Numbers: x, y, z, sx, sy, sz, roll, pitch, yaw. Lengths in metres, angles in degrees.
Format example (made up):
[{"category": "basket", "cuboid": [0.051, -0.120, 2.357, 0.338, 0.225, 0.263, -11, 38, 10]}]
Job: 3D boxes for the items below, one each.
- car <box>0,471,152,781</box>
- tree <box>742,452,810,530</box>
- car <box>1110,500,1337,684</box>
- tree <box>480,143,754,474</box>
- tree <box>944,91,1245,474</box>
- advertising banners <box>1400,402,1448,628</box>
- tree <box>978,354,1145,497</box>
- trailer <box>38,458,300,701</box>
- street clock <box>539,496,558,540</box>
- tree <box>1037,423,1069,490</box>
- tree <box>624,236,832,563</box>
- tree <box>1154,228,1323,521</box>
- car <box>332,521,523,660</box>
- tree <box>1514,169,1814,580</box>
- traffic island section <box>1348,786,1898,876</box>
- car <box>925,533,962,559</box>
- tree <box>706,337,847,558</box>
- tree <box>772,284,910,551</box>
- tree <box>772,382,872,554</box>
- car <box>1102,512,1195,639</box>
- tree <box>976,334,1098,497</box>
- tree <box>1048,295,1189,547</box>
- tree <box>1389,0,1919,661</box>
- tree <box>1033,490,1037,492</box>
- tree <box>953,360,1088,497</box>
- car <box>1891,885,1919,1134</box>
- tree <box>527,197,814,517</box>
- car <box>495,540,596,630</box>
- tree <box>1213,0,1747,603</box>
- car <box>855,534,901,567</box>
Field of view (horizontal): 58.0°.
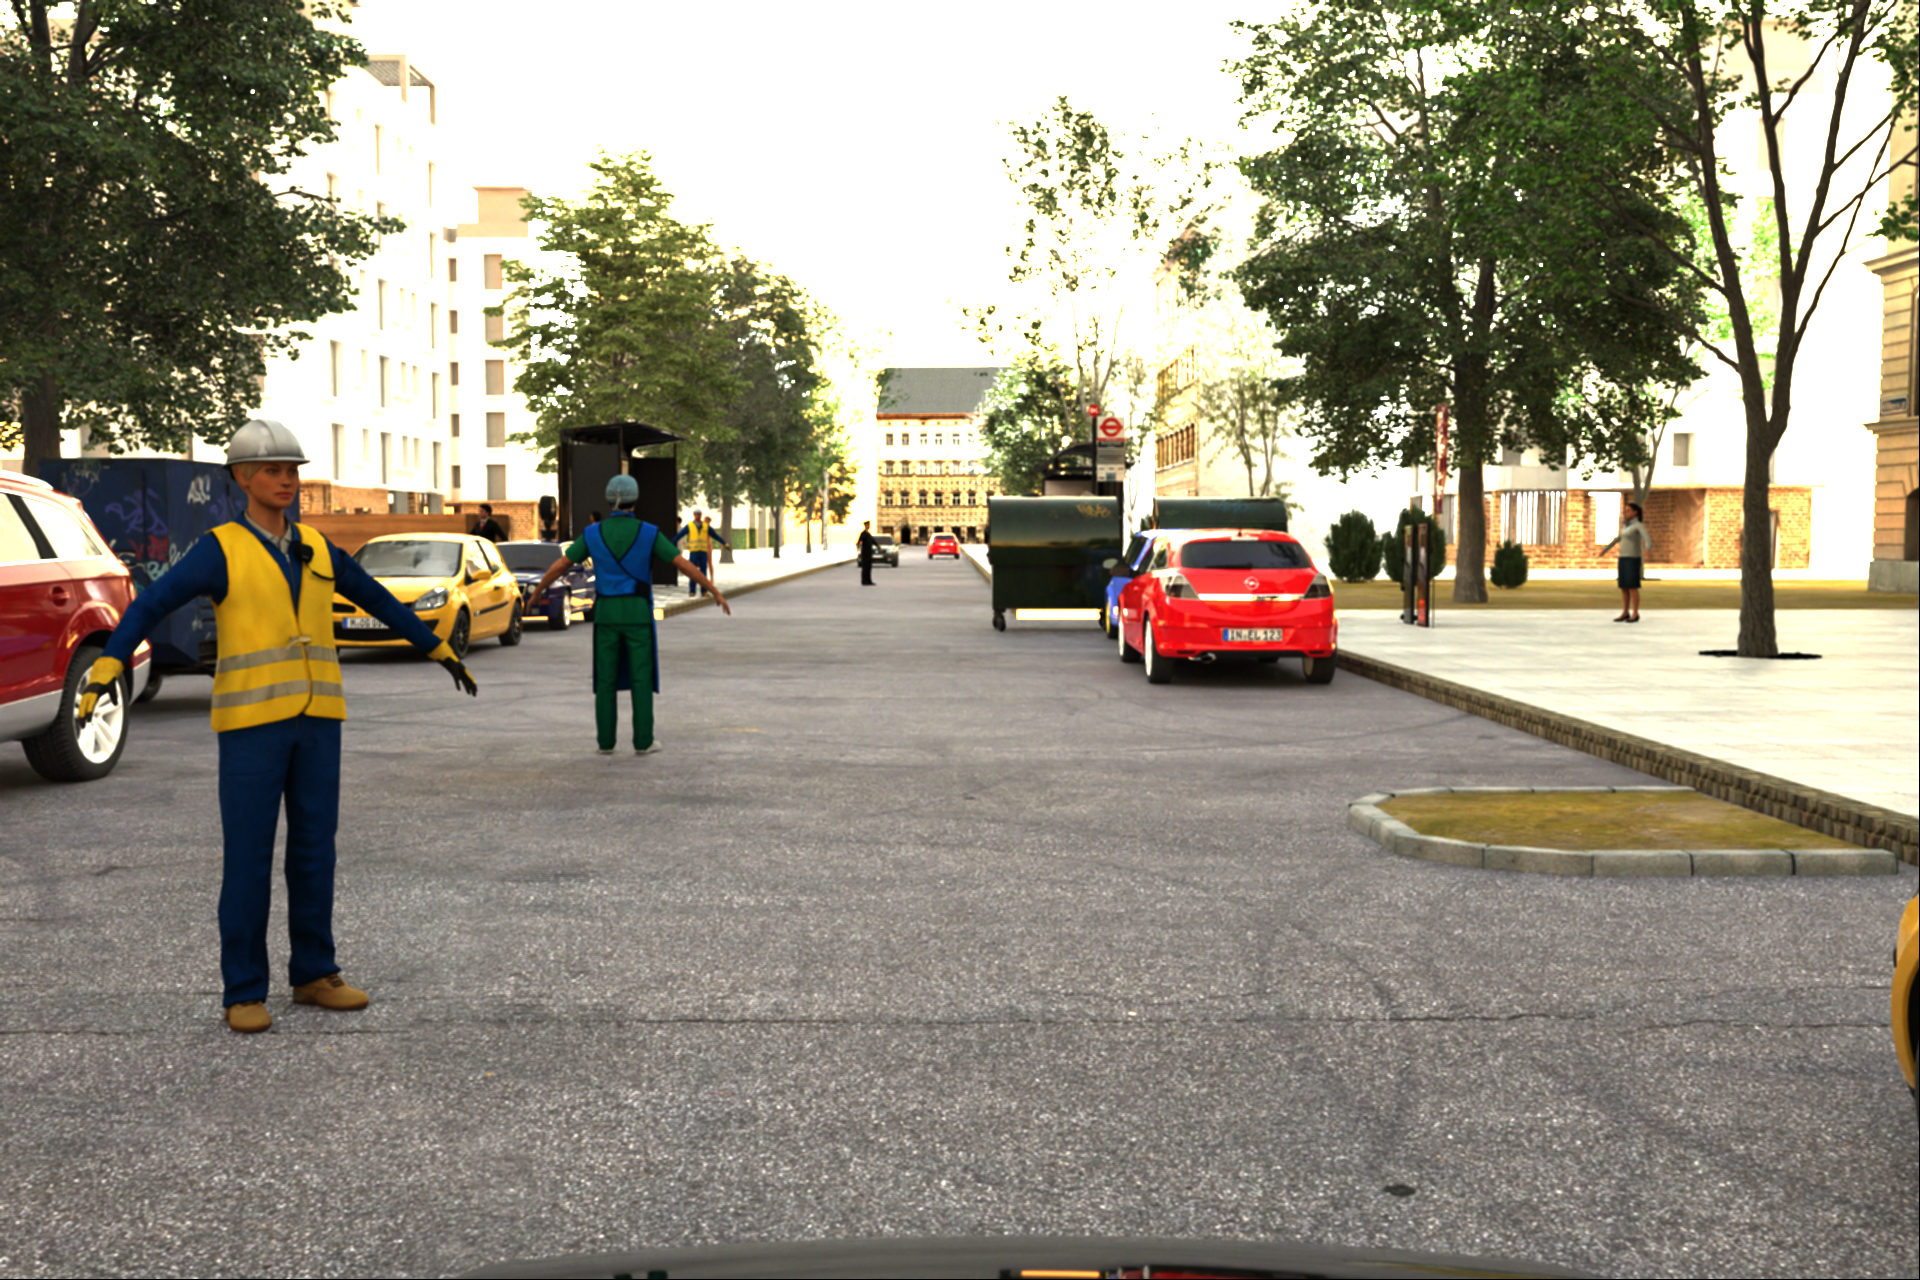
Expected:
[{"category": "car", "cuboid": [-6.017, 0.005, 8.592, 2.281, 1.827, 5.304, 0, 3, 0]}, {"category": "tree", "cuboid": [-10.383, -9.048, 98.291, 4.360, 8.622, 3.978, 0, 3, 0]}, {"category": "car", "cuboid": [2.683, -0.553, 18.075, 2.155, 1.783, 4.494, 0, 3, 0]}, {"category": "tree", "cuboid": [-9.939, -8.100, 50.562, 7.486, 12.596, 7.792, 0, 3, 0]}, {"category": "tree", "cuboid": [5.758, -13.269, 72.844, 12.611, 20.169, 13.585, 0, 3, 0]}, {"category": "advertising banners", "cuboid": [6.425, -1.699, 23.972, 0.090, 3.025, 2.074, 0, 4, 0]}, {"category": "tree", "cuboid": [5.424, -9.463, 89.134, 8.767, 10.594, 7.601, -1, 4, -19]}, {"category": "trailer", "cuboid": [-6.426, -0.410, 13.755, 1.471, 1.999, 3.904, 0, 4, 0]}, {"category": "street clock", "cuboid": [-7.754, -1.719, 32.674, 0.358, 2.002, 0.471, 0, 4, 1]}, {"category": "tree", "cuboid": [5.184, -9.616, 107.581, 4.360, 8.622, 3.978, 0, 3, 0]}, {"category": "tree", "cuboid": [-10.195, -10.341, 75.725, 9.857, 13.997, 8.962, 0, 3, 0]}, {"category": "tree", "cuboid": [7.281, -5.574, 41.496, 4.360, 8.622, 3.978, 0, 3, 0]}, {"category": "car", "cuboid": [-6.520, -0.653, 20.908, 2.015, 1.641, 3.980, 0, 4, -1]}, {"category": "tree", "cuboid": [19.125, -7.490, 48.219, 9.928, 11.665, 9.643, 0, 3, 0]}, {"category": "traffic island section", "cuboid": [2.929, 0.894, 8.252, 1.991, 0.108, 1.994, 0, 4, -1]}, {"category": "car", "cuboid": [-0.956, -5.633, 101.136, 2.155, 1.783, 4.494, 0, 4, -2]}, {"category": "tree", "cuboid": [-9.773, -10.111, 91.071, 9.928, 11.665, 9.643, 0, 3, 0]}, {"category": "tree", "cuboid": [-9.936, -16.770, 130.084, 12.611, 20.169, 13.585, 0, 3, 0]}, {"category": "tree", "cuboid": [-9.764, -11.437, 112.747, 9.928, 11.665, 9.643, 0, 3, 0]}, {"category": "car", "cuboid": [2.861, -0.797, 22.616, 1.945, 1.707, 3.694, 0, 4, -1]}, {"category": "tree", "cuboid": [4.449, -11.052, 98.823, 7.486, 12.596, 7.792, 0, 3, 0]}, {"category": "tree", "cuboid": [5.386, -6.285, 53.118, 4.360, 8.622, 3.978, 0, 3, 0]}, {"category": "tree", "cuboid": [8.406, -5.635, 17.892, 9.928, 11.665, 9.643, 0, 3, 0]}, {"category": "tree", "cuboid": [4.736, -10.981, 129.907, 4.360, 8.622, 3.978, 0, 3, 0]}, {"category": "tree", "cuboid": [4.612, -12.882, 120.983, 12.009, 13.543, 11.850, 0, 3, 0]}, {"category": "car", "cuboid": [2.849, 0.491, 2.189, 2.015, 1.641, 3.980, 0, 3, 0]}, {"category": "tree", "cuboid": [-10.450, -9.319, 62.737, 12.009, 13.543, 11.850, 0, 3, 0]}, {"category": "car", "cuboid": [-6.730, -0.885, 27.044, 1.945, 1.354, 3.894, 0, 4, -1]}, {"category": "tree", "cuboid": [9.487, -7.673, 32.108, 9.857, 13.997, 8.962, 0, 3, 0]}, {"category": "car", "cuboid": [-3.581, -4.046, 75.946, 2.009, 1.686, 4.222, 0, 4, -1]}]
